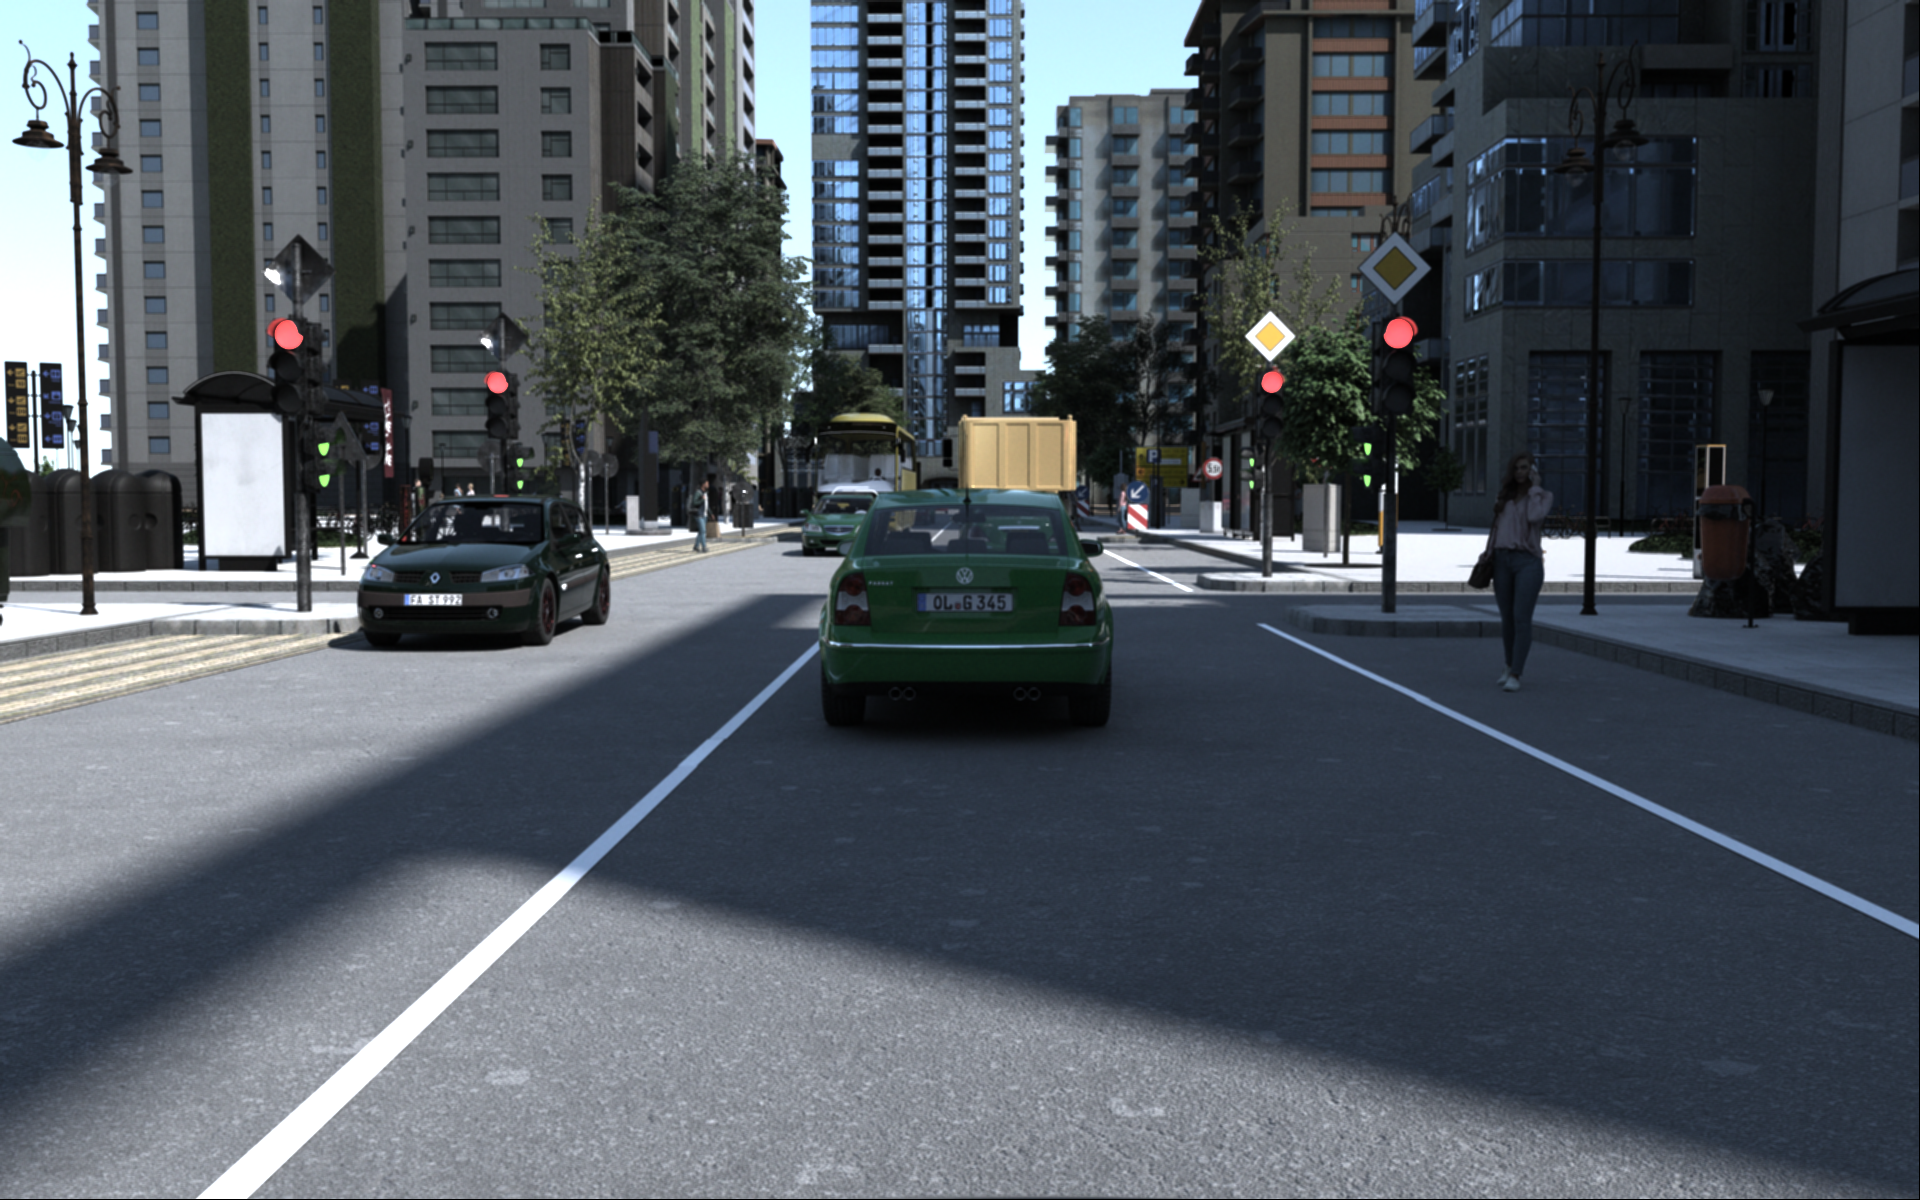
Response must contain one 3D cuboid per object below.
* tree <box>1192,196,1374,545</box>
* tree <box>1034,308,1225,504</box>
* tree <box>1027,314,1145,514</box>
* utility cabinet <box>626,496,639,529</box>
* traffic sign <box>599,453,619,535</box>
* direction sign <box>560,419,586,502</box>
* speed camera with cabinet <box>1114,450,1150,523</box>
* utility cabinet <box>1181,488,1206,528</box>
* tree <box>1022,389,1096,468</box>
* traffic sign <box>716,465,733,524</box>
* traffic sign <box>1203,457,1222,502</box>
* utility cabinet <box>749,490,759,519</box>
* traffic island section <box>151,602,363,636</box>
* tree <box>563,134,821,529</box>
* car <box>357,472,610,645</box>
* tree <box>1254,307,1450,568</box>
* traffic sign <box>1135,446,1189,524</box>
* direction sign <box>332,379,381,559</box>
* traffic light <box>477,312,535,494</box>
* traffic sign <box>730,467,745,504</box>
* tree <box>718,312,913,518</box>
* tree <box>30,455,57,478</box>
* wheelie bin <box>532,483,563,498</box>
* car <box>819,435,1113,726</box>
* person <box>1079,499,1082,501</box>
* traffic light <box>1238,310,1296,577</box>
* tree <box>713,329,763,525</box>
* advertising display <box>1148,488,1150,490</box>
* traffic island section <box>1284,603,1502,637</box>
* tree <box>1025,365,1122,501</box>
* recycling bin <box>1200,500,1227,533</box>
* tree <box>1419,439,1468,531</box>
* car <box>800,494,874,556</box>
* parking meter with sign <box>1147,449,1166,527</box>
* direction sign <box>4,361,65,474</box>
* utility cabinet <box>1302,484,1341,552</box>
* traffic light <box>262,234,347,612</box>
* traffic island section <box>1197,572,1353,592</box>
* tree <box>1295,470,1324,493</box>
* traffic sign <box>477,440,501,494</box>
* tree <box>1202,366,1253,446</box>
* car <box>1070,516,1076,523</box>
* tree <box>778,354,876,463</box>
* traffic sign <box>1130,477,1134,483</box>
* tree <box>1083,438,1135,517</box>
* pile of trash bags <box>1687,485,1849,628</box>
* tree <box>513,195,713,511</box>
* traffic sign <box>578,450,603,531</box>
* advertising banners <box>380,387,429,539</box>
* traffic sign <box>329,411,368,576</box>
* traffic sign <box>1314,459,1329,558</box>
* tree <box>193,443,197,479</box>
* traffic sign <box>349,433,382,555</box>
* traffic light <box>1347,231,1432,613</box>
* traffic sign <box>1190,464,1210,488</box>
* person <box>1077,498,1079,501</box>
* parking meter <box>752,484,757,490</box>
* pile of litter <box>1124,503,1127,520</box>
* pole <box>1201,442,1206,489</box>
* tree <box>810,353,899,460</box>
[{"bbox_3d":[7.736,-5.660,42.899,4.737,8.622,4.395,0,3,0],"label":"tree"},{"bbox_3d":[8.840,-9.364,87.512,8.767,10.594,7.601,-1,4,-16],"label":"tree"},{"bbox_3d":[8.066,-11.682,109.122,7.486,12.596,7.792,0,3,0],"label":"tree"},{"bbox_3d":[-10.990,-2.972,59.758,1.020,1.237,0.306,-1,4,-11],"label":"utility cabinet"},{"bbox_3d":[-11.021,-3.298,54.033,0.768,2.556,0.104,1,4,9],"label":"traffic sign"},{"bbox_3d":[-11.742,-3.708,52.627,0.876,3.537,0.379,1,4,22],"label":"direction sign"},{"bbox_3d":[7.971,-5.133,78.265,2.038,3.252,0.660,0,4,5],"label":"speed camera with cabinet"},{"bbox_3d":[8.813,-3.468,65.376,0.318,1.500,1.173,-2,4,-30],"label":"utility cabinet"},{"bbox_3d":[9.786,-16.294,176.783,12.009,13.543,11.850,0,3,0],"label":"tree"},{"bbox_3d":[-10.233,-4.601,75.338,0.768,2.556,0.104,0,4,5],"label":"traffic sign"},{"bbox_3d":[8.820,-3.679,60.254,0.768,2.556,0.104,0,4,6],"label":"traffic sign"},{"bbox_3d":[-10.526,-4.884,88.530,0.318,1.500,1.173,-1,4,-18],"label":"utility cabinet"},{"bbox_3d":[-7.176,0.206,18.918,2.009,0.180,2.903,0,4,1],"label":"traffic island section"},{"bbox_3d":[-9.672,-9.552,62.833,9.857,13.997,8.962,0,3,0],"label":"tree"},{"bbox_3d":[-4.744,-0.480,17.637,2.009,1.686,4.222,0,3,0],"label":"car"},{"bbox_3d":[6.830,-2.858,30.440,4.285,4.588,4.351,0,3,0],"label":"tree"},{"bbox_3d":[8.555,-4.873,73.550,2.265,3.308,0.079,0,4,5],"label":"traffic sign"},{"bbox_3d":[-11.958,-2.592,34.382,0.876,3.537,0.379,-1,4,-14],"label":"direction sign"},{"bbox_3d":[-7.036,-2.315,26.767,0.839,4.253,0.868,0,4,1],"label":"traffic light"},{"bbox_3d":[-10.493,-5.010,81.925,0.884,2.594,0.081,1,4,9],"label":"traffic sign"},{"bbox_3d":[-9.365,-10.141,91.559,9.928,11.665,9.643,0,3,0],"label":"tree"},{"bbox_3d":[-41.256,-5.123,78.367,1.663,3.219,1.824,0,3,0],"label":"tree"},{"bbox_3d":[-11.227,-2.405,47.229,0.980,1.594,0.693,0,4,-3],"label":"wheelie bin"},{"bbox_3d":[0.063,-0.201,12.078,1.959,1.807,4.718,0,4,1],"label":"car"},{"bbox_3d":[10.089,-8.406,144.399,0.541,1.710,0.530,0,4,-7],"label":"person"},{"bbox_3d":[4.724,-2.307,26.637,0.839,4.253,0.868,0,4,1],"label":"traffic light"},{"bbox_3d":[-9.825,-7.455,72.250,4.737,8.622,4.395,0,3,0],"label":"tree"},{"bbox_3d":[10.775,-5.772,99.592,0.123,1.923,0.974,-1,4,-14],"label":"advertising display"},{"bbox_3d":[4.665,0.215,18.766,2.009,0.180,2.903,0,4,1],"label":"traffic island section"},{"bbox_3d":[8.783,-12.700,133.396,9.928,11.665,9.643,0,3,0],"label":"tree"},{"bbox_3d":[8.425,-2.738,57.323,0.722,1.027,0.722,-2,4,-33],"label":"recycling bin"},{"bbox_3d":[16.917,-4.037,60.612,1.663,3.219,1.824,0,3,0],"label":"tree"},{"bbox_3d":[-2.716,-1.822,41.592,2.131,1.459,4.920,0,4,1],"label":"car"},{"bbox_3d":[7.699,-4.363,67.602,0.543,3.016,1.738,1,4,16],"label":"parking meter with sign"},{"bbox_3d":[-15.874,-2.310,29.771,0.876,3.537,0.379,-2,4,-35],"label":"direction sign"},{"bbox_3d":[8.000,-1.810,38.265,0.318,1.500,1.173,-1,4,-17],"label":"utility cabinet"},{"bbox_3d":[-7.136,-1.826,18.783,0.839,4.253,0.868,0,4,1],"label":"traffic light"},{"bbox_3d":[4.764,-0.273,26.751,2.009,0.180,2.903,0,4,1],"label":"traffic island section"},{"bbox_3d":[13.609,-4.492,68.043,1.663,3.219,1.824,0,3,0],"label":"tree"},{"bbox_3d":[-11.009,-2.489,40.805,0.768,2.556,0.104,0,4,6],"label":"traffic sign"},{"bbox_3d":[15.752,-9.088,98.949,4.360,8.622,3.978,0,3,0],"label":"tree"},{"bbox_3d":[0.900,-1.034,28.708,2.131,1.459,4.920,0,3,0],"label":"car"},{"bbox_3d":[-8.344,-10.915,112.876,7.601,10.594,8.767,-1,4,-14],"label":"tree"},{"bbox_3d":[10.040,-6.070,99.353,0.768,2.556,0.104,0,4,4],"label":"traffic sign"},{"bbox_3d":[8.464,-6.847,95.659,4.285,4.588,4.351,0,3,0],"label":"tree"},{"bbox_3d":[8.434,-0.493,17.815,1.912,1.369,3.447,3,5,44],"label":"pile of trash bags"},{"bbox_3d":[-9.482,-5.707,43.671,4.737,8.622,4.395,0,3,0],"label":"tree"},{"bbox_3d":[-10.716,-3.065,50.211,0.768,2.556,0.104,1,4,10],"label":"traffic sign"},{"bbox_3d":[-9.402,-2.028,29.340,0.090,3.025,2.074,0,4,3],"label":"advertising banners"},{"bbox_3d":[-9.719,-1.665,27.223,0.884,2.594,0.081,1,4,9],"label":"traffic sign"},{"bbox_3d":[7.382,-2.128,34.900,0.768,2.556,0.104,0,4,4],"label":"traffic sign"},{"bbox_3d":[-15.580,-2.615,37.350,1.663,3.219,1.824,0,3,0],"label":"tree"},{"bbox_3d":[-12.441,-2.206,36.170,0.768,2.556,0.104,0,4,2],"label":"traffic sign"},{"bbox_3d":[4.625,-1.818,18.653,0.839,4.253,0.868,0,4,1],"label":"traffic light"},{"bbox_3d":[10.553,-4.655,76.107,0.884,2.594,0.081,1,4,10],"label":"traffic sign"},{"bbox_3d":[10.161,-8.713,149.233,0.721,1.736,1.217,0,4,-7],"label":"person"},{"bbox_3d":[-11.892,-5.751,99.735,0.399,1.863,0.255,-3,5,-41],"label":"parking meter"},{"bbox_3d":[8.415,-4.326,84.691,1.176,0.858,1.719,0,4,-8],"label":"pile of litter"},{"bbox_3d":[9.493,-4.509,67.562,0.158,3.312,0.155,0,3,0],"label":"pole"},{"bbox_3d":[-8.628,-13.551,139.687,7.486,12.596,7.792,0,3,0],"label":"tree"}]
